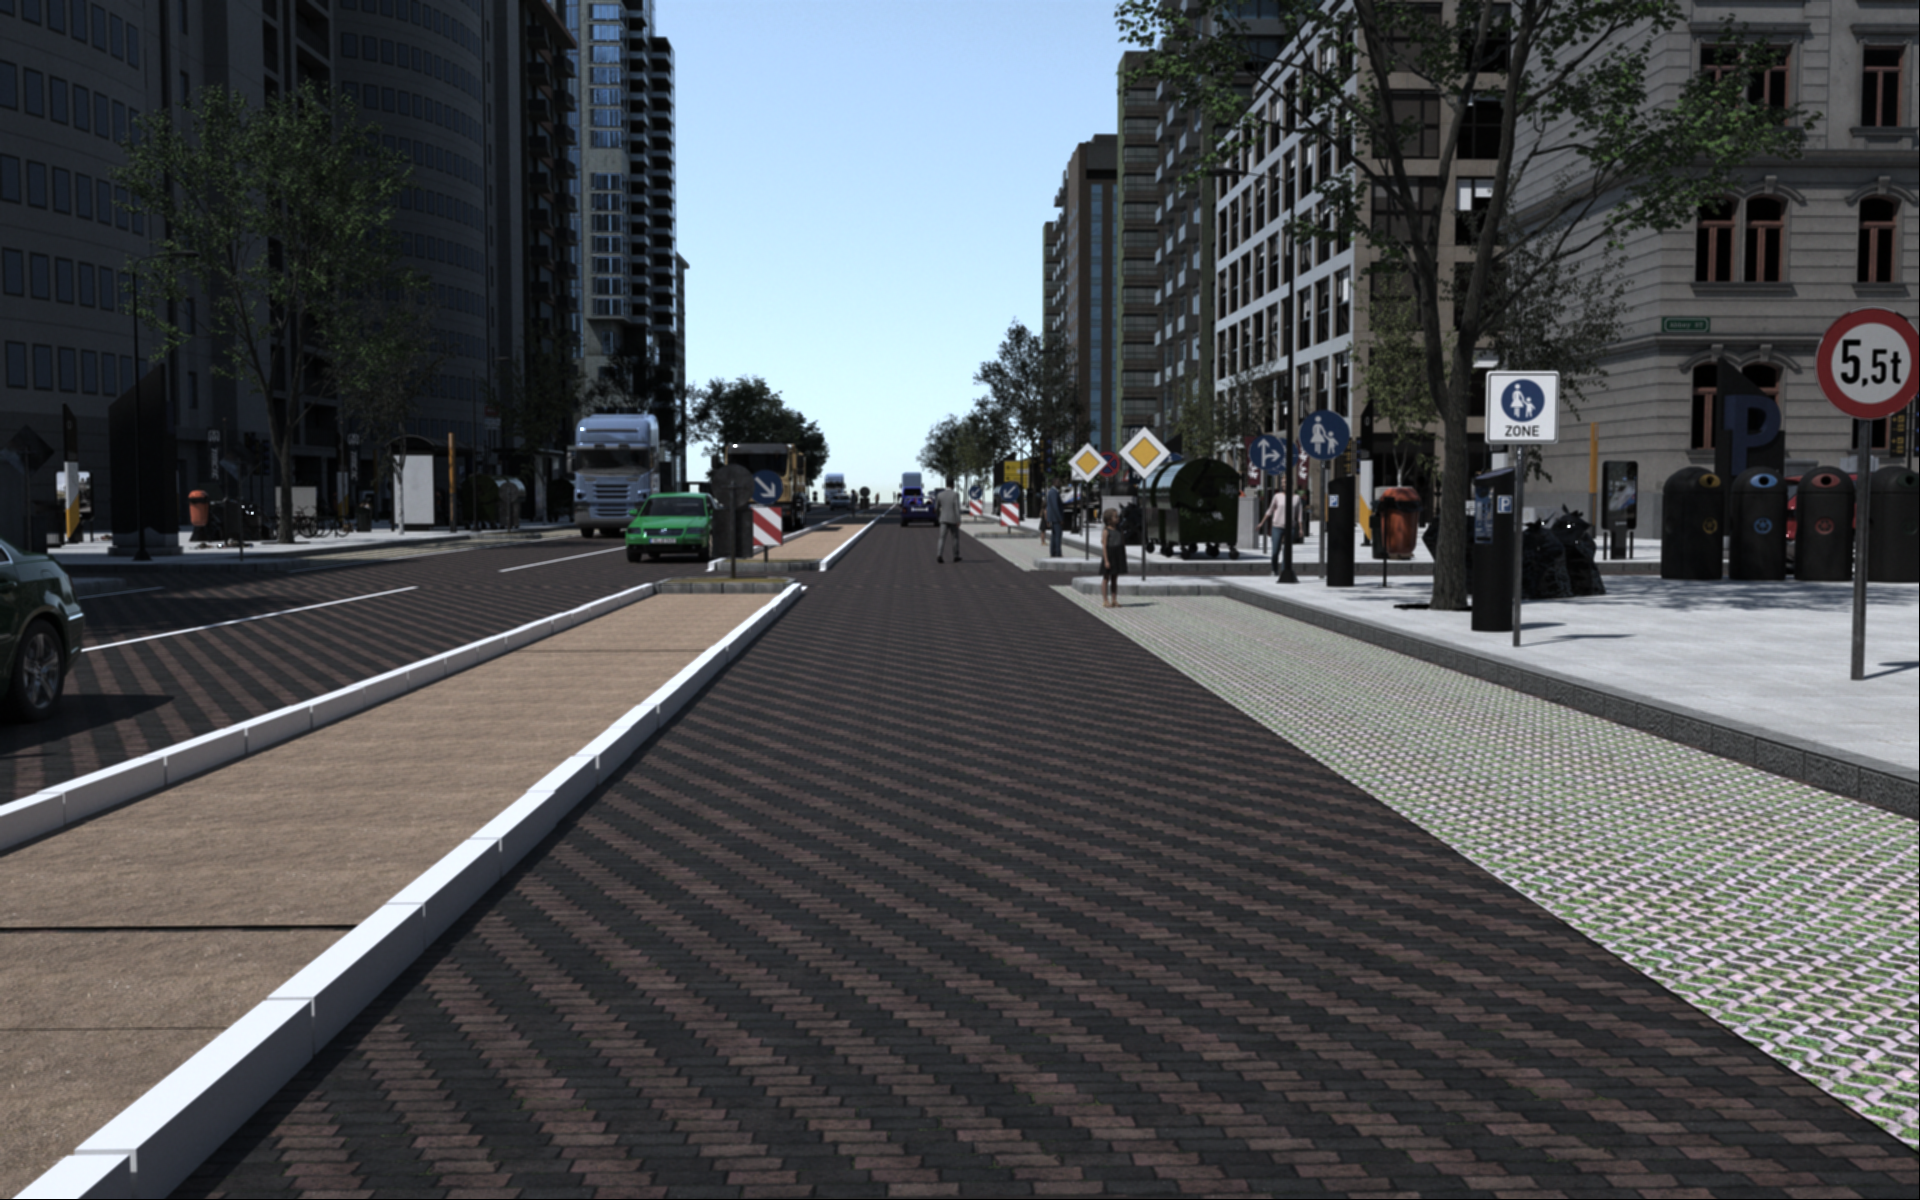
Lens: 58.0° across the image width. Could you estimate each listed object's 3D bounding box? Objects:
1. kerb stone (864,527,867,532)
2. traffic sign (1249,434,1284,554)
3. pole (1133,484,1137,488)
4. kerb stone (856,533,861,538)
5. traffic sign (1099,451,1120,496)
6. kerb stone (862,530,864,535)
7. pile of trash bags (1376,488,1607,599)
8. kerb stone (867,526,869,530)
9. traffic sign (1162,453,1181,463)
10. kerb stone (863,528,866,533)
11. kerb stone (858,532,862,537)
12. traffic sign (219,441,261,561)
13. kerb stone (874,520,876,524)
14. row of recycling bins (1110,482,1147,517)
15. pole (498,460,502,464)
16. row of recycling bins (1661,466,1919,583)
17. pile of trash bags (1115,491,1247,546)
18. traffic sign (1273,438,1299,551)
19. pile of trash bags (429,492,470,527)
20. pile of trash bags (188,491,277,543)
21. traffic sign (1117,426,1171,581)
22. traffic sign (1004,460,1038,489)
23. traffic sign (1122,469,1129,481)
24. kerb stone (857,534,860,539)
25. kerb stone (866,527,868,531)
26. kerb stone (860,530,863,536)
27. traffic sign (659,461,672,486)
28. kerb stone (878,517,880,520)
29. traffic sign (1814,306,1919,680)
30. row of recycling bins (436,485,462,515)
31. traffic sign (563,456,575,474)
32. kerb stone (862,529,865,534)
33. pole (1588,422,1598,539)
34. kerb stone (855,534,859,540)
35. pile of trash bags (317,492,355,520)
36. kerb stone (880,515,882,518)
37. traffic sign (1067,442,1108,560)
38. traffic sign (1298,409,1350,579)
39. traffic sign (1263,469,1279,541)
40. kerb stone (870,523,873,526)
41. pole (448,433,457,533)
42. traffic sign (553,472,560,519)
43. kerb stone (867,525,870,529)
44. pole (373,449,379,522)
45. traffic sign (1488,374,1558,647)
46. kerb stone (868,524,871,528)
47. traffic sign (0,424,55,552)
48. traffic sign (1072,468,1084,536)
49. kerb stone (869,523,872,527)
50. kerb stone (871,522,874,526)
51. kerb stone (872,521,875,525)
[{"bbox_3d":[-3.476,-2.421,61.784,0.120,0.150,1.000,0,4,-2],"label":"kerb stone"},{"bbox_3d":[6.552,-2.264,37.120,0.768,2.556,0.104,0,4,-1],"label":"traffic sign"},{"bbox_3d":[8.869,-5.748,87.821,0.158,3.312,0.155,0,3,0],"label":"pole"},{"bbox_3d":[-3.223,-1.916,53.582,0.120,0.150,1.000,0,4,-2],"label":"kerb stone"},{"bbox_3d":[4.363,-3.130,51.290,0.768,2.556,0.104,0,4,6],"label":"traffic sign"},{"bbox_3d":[-3.343,-2.170,57.682,0.120,0.150,1.000,0,4,-2],"label":"kerb stone"},{"bbox_3d":[6.795,-0.799,22.817,1.912,1.369,3.447,-2,4,-31],"label":"pile of trash bags"},{"bbox_3d":[-3.571,-2.610,64.873,0.120,0.150,1.000,0,4,-2],"label":"kerb stone"},{"bbox_3d":[6.554,-3.260,53.413,0.768,2.556,0.104,0,4,0],"label":"traffic sign"},{"bbox_3d":[-3.410,-2.295,59.732,0.120,0.150,1.000,0,4,-2],"label":"kerb stone"},{"bbox_3d":[-3.256,-1.983,54.611,0.120,0.150,1.000,0,4,-2],"label":"kerb stone"},{"bbox_3d":[-13.723,-1.797,33.031,0.795,2.450,0.064,0,4,-2],"label":"traffic sign"},{"bbox_3d":[-3.984,-3.424,78.199,0.120,0.150,1.000,0,4,-2],"label":"kerb stone"},{"bbox_3d":[6.644,-3.114,58.028,3.534,1.692,1.069,-2,4,-28],"label":"row of recycling bins"},{"bbox_3d":[-25.737,-6.309,97.002,0.158,3.312,0.155,0,3,0],"label":"pole"},{"bbox_3d":[12.331,-1.139,25.744,3.534,1.692,1.069,1,4,17],"label":"row of recycling bins"},{"bbox_3d":[5.508,-2.072,43.630,3.447,1.369,1.912,1,4,11],"label":"pile of trash bags"},{"bbox_3d":[7.266,-2.391,39.200,0.768,2.556,0.104,0,4,1],"label":"traffic sign"},{"bbox_3d":[-20.918,-3.666,69.691,1.912,1.369,3.447,-2,4,-25],"label":"pile of trash bags"},{"bbox_3d":[-19.958,-2.271,46.886,1.912,1.369,3.447,0,4,0],"label":"pile of trash bags"},{"bbox_3d":[2.710,-1.338,25.525,0.795,2.450,0.064,0,4,-2],"label":"traffic sign"},{"bbox_3d":[3.762,-6.773,104.609,2.265,3.308,0.079,0,3,0],"label":"traffic sign"},{"bbox_3d":[7.073,-4.341,70.972,0.884,2.594,0.081,0,4,6],"label":"traffic sign"},{"bbox_3d":[-3.190,-1.849,52.559,0.120,0.150,1.000,0,4,-2],"label":"kerb stone"},{"bbox_3d":[-3.508,-2.482,62.810,0.120,0.150,1.000,0,4,-2],"label":"kerb stone"},{"bbox_3d":[-3.322,-2.108,56.656,0.120,0.150,1.000,0,4,-2],"label":"kerb stone"},{"bbox_3d":[-19.116,-6.988,108.122,2.265,3.308,0.079,0,4,2],"label":"traffic sign"},{"bbox_3d":[-4.305,-4.053,88.455,0.120,0.150,1.000,0,4,-2],"label":"kerb stone"},{"bbox_3d":[6.195,-0.720,11.879,0.768,2.556,0.104,0,4,-1],"label":"traffic sign"},{"bbox_3d":[-23.371,-4.574,81.890,3.534,1.692,1.069,-2,4,-33],"label":"row of recycling bins"},{"bbox_3d":[-20.120,-6.042,92.665,2.265,3.308,0.079,0,4,5],"label":"traffic sign"},{"bbox_3d":[-3.376,-2.233,58.711,0.120,0.150,1.000,0,4,-2],"label":"kerb stone"},{"bbox_3d":[18.055,-3.396,49.370,0.158,3.312,0.155,0,3,0],"label":"pole"},{"bbox_3d":[-3.164,-1.794,51.536,0.120,0.150,1.000,0,4,-2],"label":"kerb stone"},{"bbox_3d":[-31.179,-4.691,86.451,1.912,1.369,3.447,-2,4,-24],"label":"pile of trash bags"},{"bbox_3d":[-4.516,-4.483,95.635,0.120,0.150,1.000,0,4,-2],"label":"kerb stone"},{"bbox_3d":[2.464,-1.827,33.507,0.795,2.450,0.064,0,4,-2],"label":"traffic sign"},{"bbox_3d":[5.492,-1.597,26.210,0.768,2.556,0.104,0,4,3],"label":"traffic sign"},{"bbox_3d":[8.531,-2.880,47.186,0.768,2.556,0.104,0,4,0],"label":"traffic sign"},{"bbox_3d":[-3.752,-2.986,71.019,0.120,0.150,1.000,0,4,-2],"label":"kerb stone"},{"bbox_3d":[-16.912,-3.908,57.731,0.158,3.312,0.155,0,3,0],"label":"pole"},{"bbox_3d":[-20.887,-5.439,89.029,0.768,2.556,0.104,0,4,5],"label":"traffic sign"},{"bbox_3d":[-3.601,-2.671,65.899,0.120,0.150,1.000,0,4,-2],"label":"kerb stone"},{"bbox_3d":[-26.683,-5.217,79.145,0.158,3.312,0.155,0,3,0],"label":"pole"},{"bbox_3d":[4.680,-0.756,14.496,0.606,2.300,0.079,0,4,0],"label":"traffic sign"},{"bbox_3d":[-3.674,-2.799,67.954,0.120,0.150,1.000,0,4,-2],"label":"kerb stone"},{"bbox_3d":[-13.477,-1.309,25.049,0.795,2.450,0.064,0,4,-2],"label":"traffic sign"},{"bbox_3d":[3.687,-3.088,52.616,0.606,2.300,0.079,0,4,0],"label":"traffic sign"},{"bbox_3d":[-3.734,-2.924,69.997,0.120,0.150,1.000,0,4,-2],"label":"kerb stone"},{"bbox_3d":[-3.824,-3.111,73.065,0.120,0.150,1.000,0,4,-2],"label":"kerb stone"},{"bbox_3d":[-3.880,-3.237,75.115,0.120,0.150,1.000,0,4,-2],"label":"kerb stone"}]
